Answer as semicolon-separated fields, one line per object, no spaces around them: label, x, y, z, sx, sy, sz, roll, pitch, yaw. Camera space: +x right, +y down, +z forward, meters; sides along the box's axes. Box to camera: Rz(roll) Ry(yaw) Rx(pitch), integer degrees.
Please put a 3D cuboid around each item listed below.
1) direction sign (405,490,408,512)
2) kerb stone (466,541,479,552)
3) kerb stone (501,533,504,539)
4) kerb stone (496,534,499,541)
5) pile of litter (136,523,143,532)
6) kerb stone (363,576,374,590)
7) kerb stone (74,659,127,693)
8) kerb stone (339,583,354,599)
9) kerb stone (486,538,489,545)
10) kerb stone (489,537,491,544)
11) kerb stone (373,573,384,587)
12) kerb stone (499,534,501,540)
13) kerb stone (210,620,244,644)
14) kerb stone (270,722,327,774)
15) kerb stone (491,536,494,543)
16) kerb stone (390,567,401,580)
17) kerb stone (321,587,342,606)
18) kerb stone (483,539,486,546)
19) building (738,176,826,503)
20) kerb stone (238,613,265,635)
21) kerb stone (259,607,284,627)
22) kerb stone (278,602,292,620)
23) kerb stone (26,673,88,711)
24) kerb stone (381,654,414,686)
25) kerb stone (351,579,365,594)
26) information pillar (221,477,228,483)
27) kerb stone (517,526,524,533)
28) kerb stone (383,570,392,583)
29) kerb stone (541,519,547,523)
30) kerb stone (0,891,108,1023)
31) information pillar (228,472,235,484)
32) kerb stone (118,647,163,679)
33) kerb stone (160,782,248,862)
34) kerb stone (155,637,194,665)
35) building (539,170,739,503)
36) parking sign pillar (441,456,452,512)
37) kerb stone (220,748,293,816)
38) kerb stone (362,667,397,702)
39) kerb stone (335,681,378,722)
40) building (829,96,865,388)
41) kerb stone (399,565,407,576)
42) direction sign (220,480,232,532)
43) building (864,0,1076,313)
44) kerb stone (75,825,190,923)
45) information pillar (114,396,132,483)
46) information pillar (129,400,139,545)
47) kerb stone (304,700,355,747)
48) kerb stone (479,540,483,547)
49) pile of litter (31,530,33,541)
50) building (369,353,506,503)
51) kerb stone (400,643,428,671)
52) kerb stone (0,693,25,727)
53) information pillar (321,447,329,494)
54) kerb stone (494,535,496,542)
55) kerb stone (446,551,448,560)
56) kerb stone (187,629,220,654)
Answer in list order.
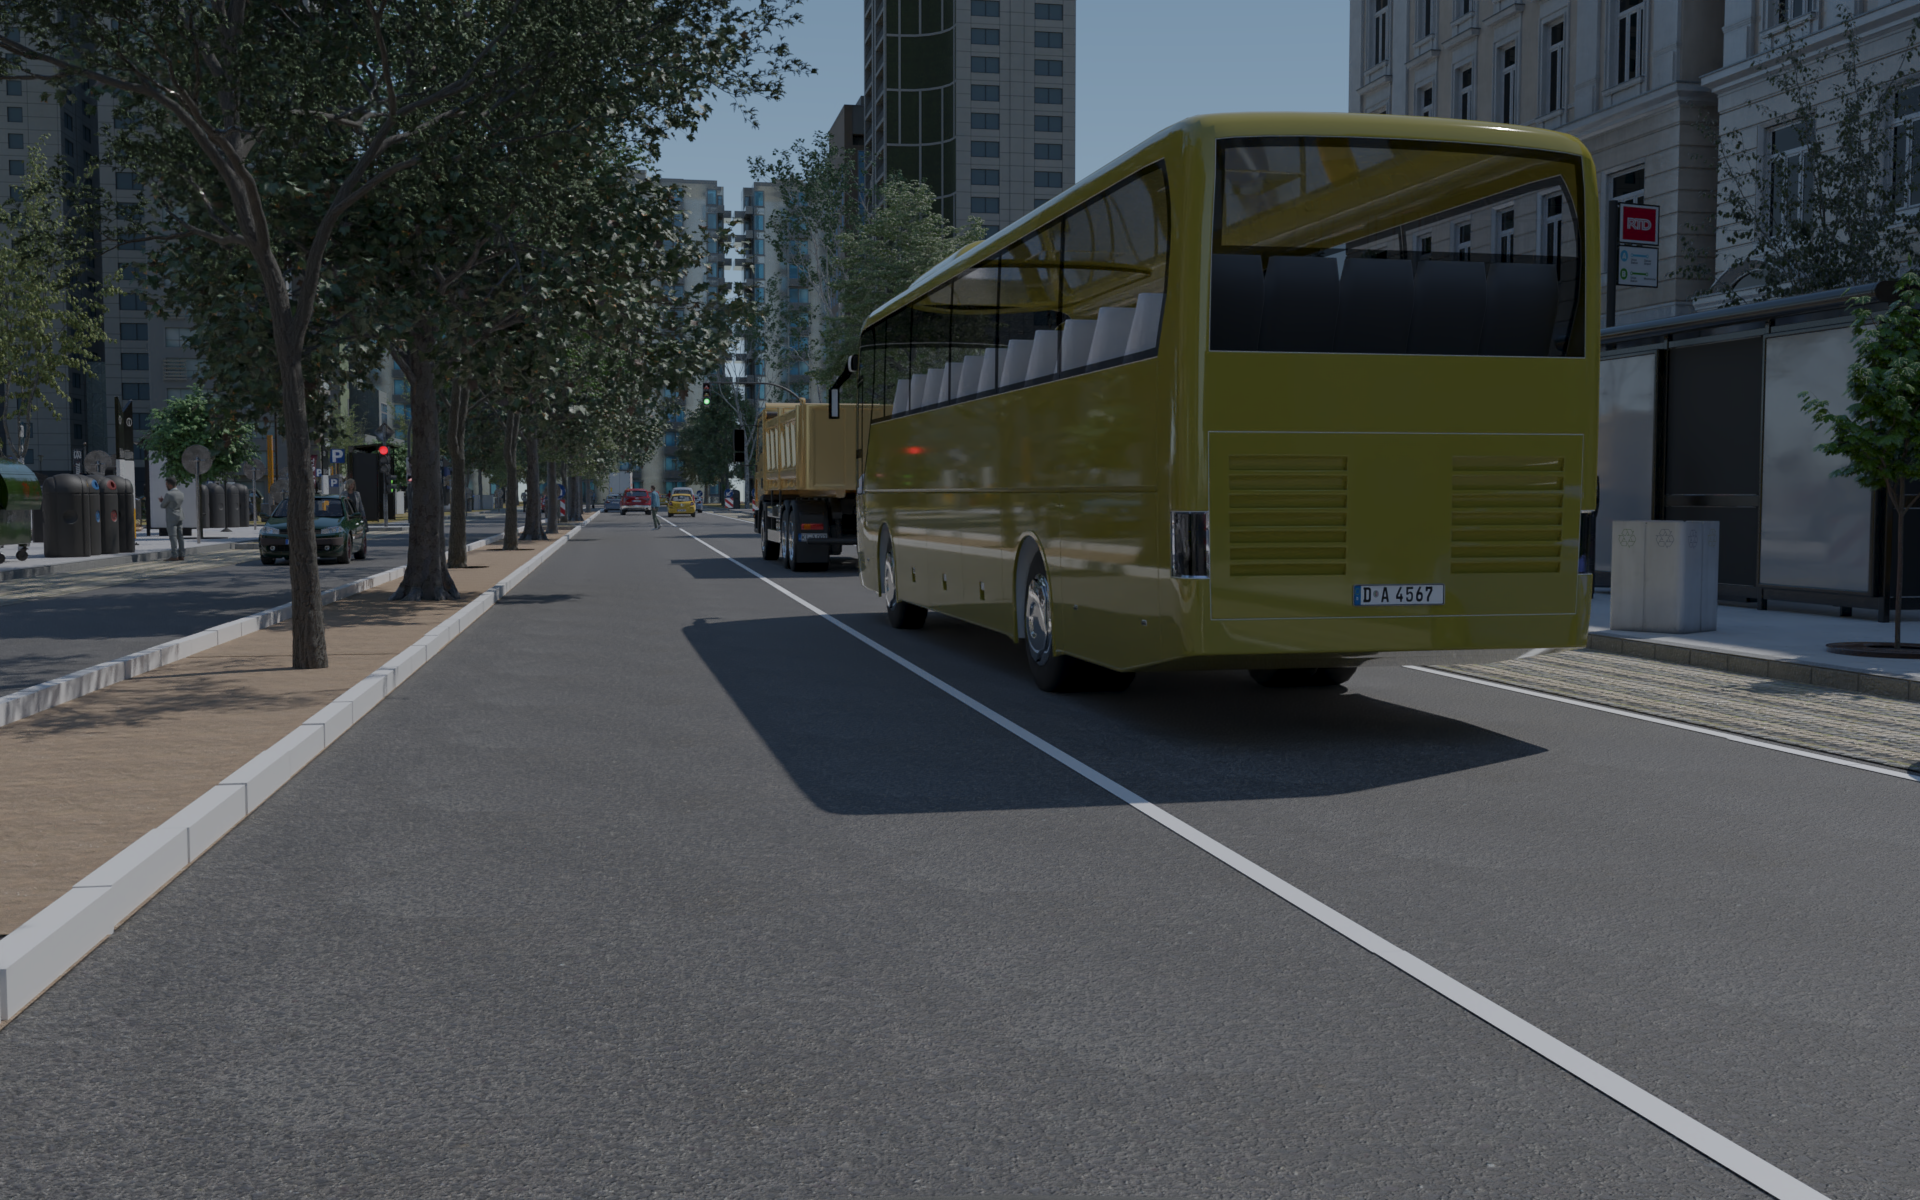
direction sign;-38.861;-7.913;121.382;0.876;3.537;0.379;2;4;34
kerb stone;-12.647;-1.389;44.969;0.120;0.150;1.000;-1;4;-11
kerb stone;-14.411;-1.946;54.013;0.120;0.150;1.000;-1;4;-11
kerb stone;-14.020;-1.823;52.007;0.120;0.150;1.000;-1;4;-11
pile of litter;-28.391;-2.749;58.914;1.176;0.858;1.719;3;4;36
kerb stone;-8.917;-0.224;25.861;0.120;0.150;1.000;-1;4;-11
kerb stone;-6.369;0.576;12.780;0.120;0.150;1.000;-1;4;-11
kerb stone;-8.518;-0.101;23.852;0.120;0.150;1.000;-1;4;-11
kerb stone;-13.235;-1.577;47.991;0.120;0.150;1.000;-1;4;-11
kerb stone;-13.429;-1.639;48.999;0.120;0.150;1.000;-1;4;-11
kerb stone;-9.107;-0.286;26.866;0.120;0.150;1.000;-1;4;-11
kerb stone;-14.210;-1.885;53.011;0.120;0.150;1.000;-1;4;-11
kerb stone;-7.150;0.329;16.811;0.120;0.150;1.000;-1;4;-11
kerb stone;-3.524;0.805;9.191;0.120;0.150;1.000;-1;4;-11
kerb stone;-13.623;-1.701;50.002;0.120;0.150;1.000;-1;4;-11
kerb stone;-9.491;-0.408;28.873;0.120;0.150;1.000;-1;4;-11
kerb stone;-8.328;-0.040;22.845;0.120;0.150;1.000;-1;4;-11
kerb stone;-13.030;-1.516;46.988;0.120;0.150;1.000;-1;4;-11
building;-19.182;-39.400;263.805;30.456;49.044;23.786;-1;4;-11
kerb stone;-7.343;0.270;17.815;0.120;0.150;1.000;-1;4;-11
kerb stone;-7.537;0.207;18.819;0.120;0.150;1.000;-1;4;-11
kerb stone;-7.735;0.148;19.822;0.120;0.150;1.000;-1;4;-11
kerb stone;-6.165;0.637;11.775;0.120;0.150;1.000;-1;4;-11
kerb stone;-4.307;0.550;13.215;0.120;0.150;1.000;-1;4;-11
kerb stone;-8.718;-0.162;24.854;0.120;0.150;1.000;-1;4;-11
information pillar;-47.415;-7.333;111.248;0.183;3.616;0.504;-2;4;-35
kerb stone;-16.965;-2.745;67.079;0.120;0.150;1.000;-1;4;-11
kerb stone;-9.311;-0.342;27.867;0.120;0.150;1.000;-1;4;-11
kerb stone;-20.797;-3.950;86.770;0.120;0.150;1.000;-1;4;-11
kerb stone;-2.731;1.042;5.161;0.120;0.150;1.000;-1;4;-11
information pillar;-50.223;-7.830;119.370;0.504;3.616;0.183;0;4;2
kerb stone;-6.561;0.516;13.788;0.120;0.150;1.000;-1;4;-11
kerb stone;-3.128;0.923;7.166;0.120;0.150;1.000;-1;4;-11
kerb stone;-6.756;0.452;14.799;0.120;0.150;1.000;-1;4;-11
building;-49.491;-39.037;257.856;30.456;49.044;23.786;-1;4;-11
parking sign pillar;-36.302;-8.258;123.495;1.447;3.967;1.447;2;4;32
kerb stone;-3.322;0.857;8.180;0.120;0.150;1.000;-1;4;-11
kerb stone;-4.113;0.614;12.208;0.120;0.150;1.000;-1;4;-11
kerb stone;-3.915;0.672;11.205;0.120;0.150;1.000;-1;4;-11
building;-7.089;-33.421;196.548;14.600;45.320;14.200;-1;4;-11
kerb stone;-9.705;-0.467;29.873;0.120;0.150;1.000;-1;4;-11
direction sign;-24.905;-4.079;58.696;0.876;3.537;0.379;1;4;23
building;-0.566;-45.318;179.203;20.563;71.187;20.611;-1;4;-11
kerb stone;-2.936;0.981;6.162;0.120;0.150;1.000;-1;4;-11
information pillar;-20.214;-3.080;41.711;0.183;3.616;0.504;-1;4;-12
information pillar;-20.685;-3.160;43.020;0.183;3.616;0.504;1;4;9
kerb stone;-3.717;0.735;10.196;0.120;0.150;1.000;-1;4;-11
kerb stone;-12.841;-1.453;45.975;0.120;0.150;1.000;-1;4;-11
pile of litter;-25.767;-2.083;48.026;1.176;0.858;1.719;-2;4;-27
building;-79.770;-38.670;251.863;30.456;49.044;23.786;-1;4;-11
kerb stone;-4.506;0.492;14.223;0.120;0.150;1.000;-1;4;-11
kerb stone;-5.966;0.702;10.773;0.120;0.150;1.000;-1;4;-11
information pillar;-27.945;-5.190;76.218;0.183;3.616;0.504;0;4;8
kerb stone;-13.829;-1.762;51.003;0.120;0.150;1.000;-1;4;-11
kerb stone;-11.467;-1.015;38.924;0.120;0.150;1.000;-1;4;-11
kerb stone;-6.958;0.398;15.806;0.120;0.150;1.000;-1;4;-11
